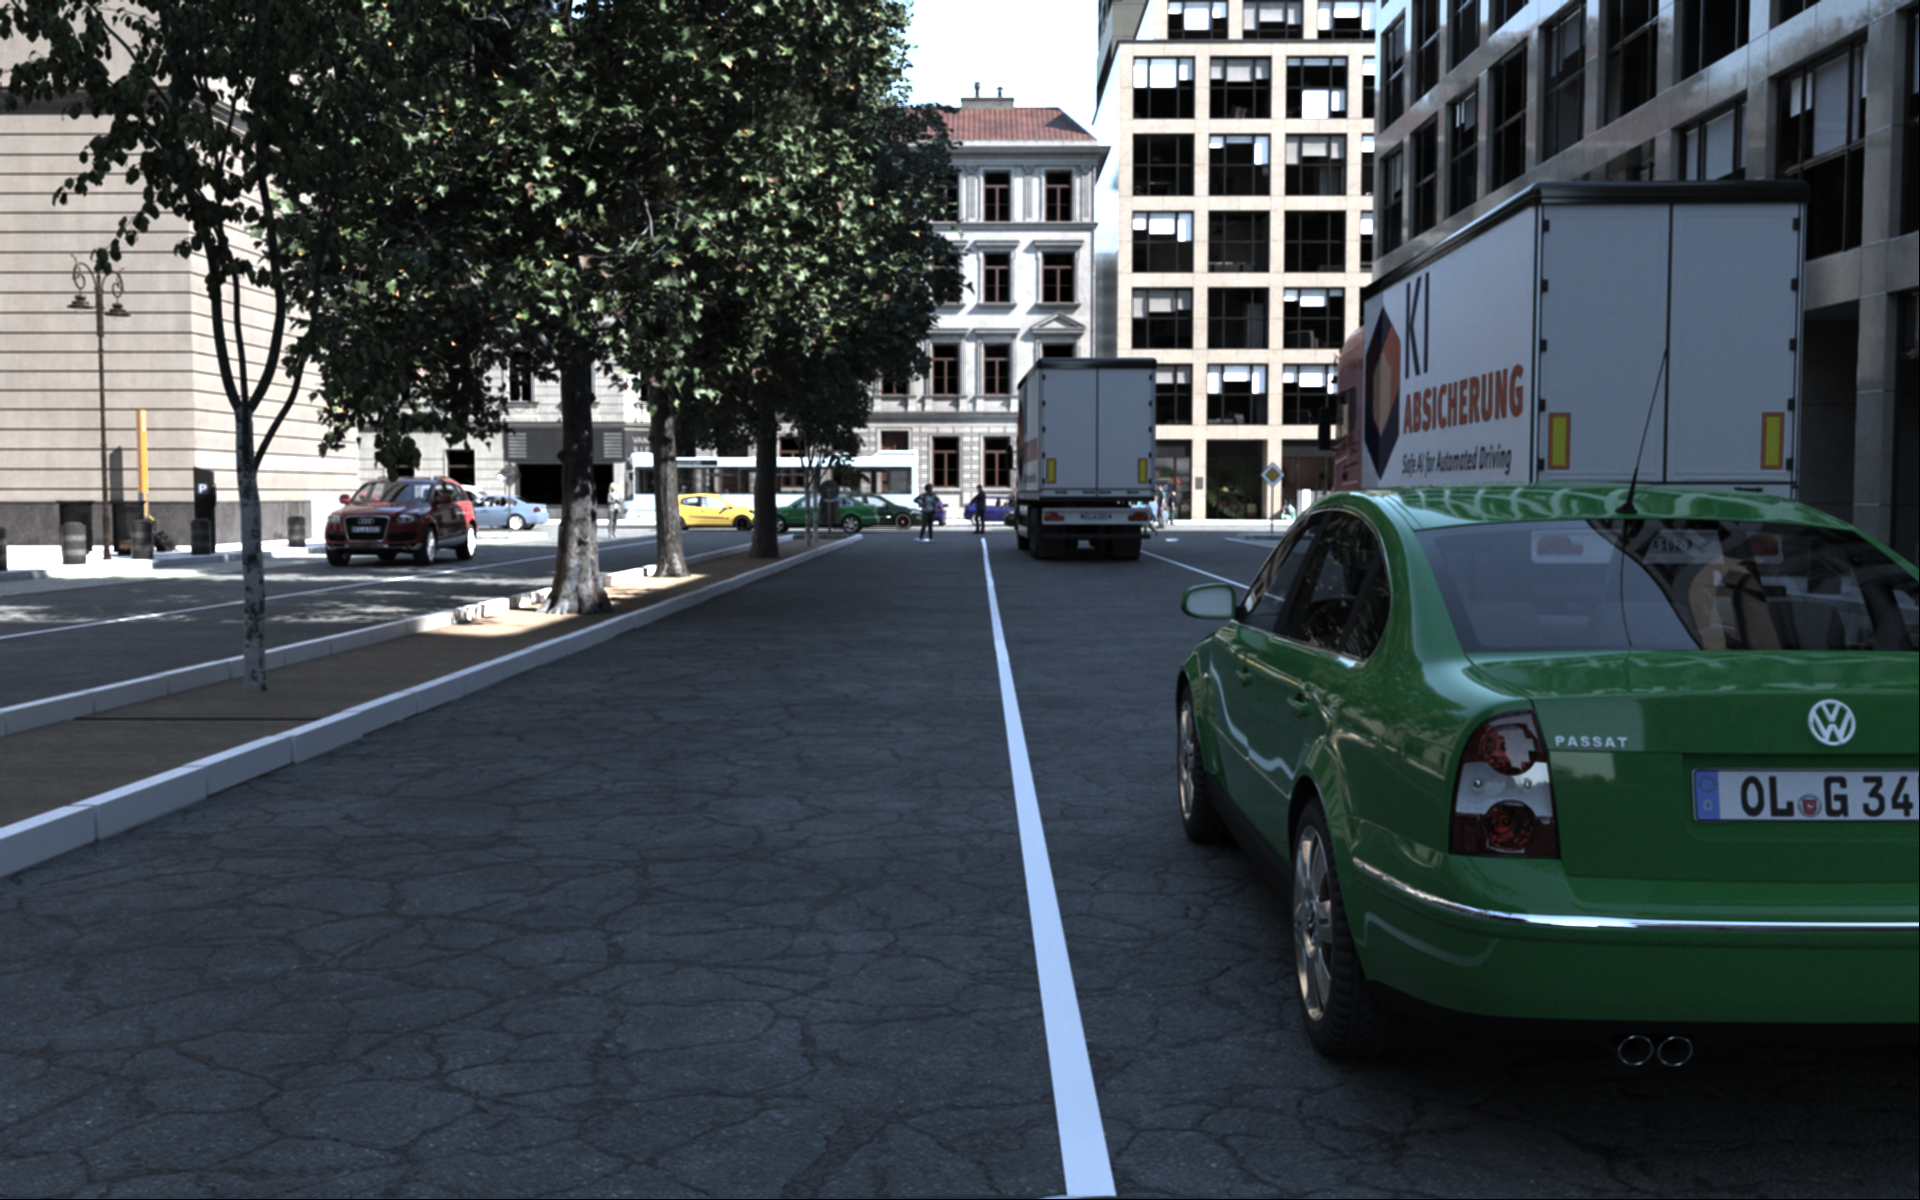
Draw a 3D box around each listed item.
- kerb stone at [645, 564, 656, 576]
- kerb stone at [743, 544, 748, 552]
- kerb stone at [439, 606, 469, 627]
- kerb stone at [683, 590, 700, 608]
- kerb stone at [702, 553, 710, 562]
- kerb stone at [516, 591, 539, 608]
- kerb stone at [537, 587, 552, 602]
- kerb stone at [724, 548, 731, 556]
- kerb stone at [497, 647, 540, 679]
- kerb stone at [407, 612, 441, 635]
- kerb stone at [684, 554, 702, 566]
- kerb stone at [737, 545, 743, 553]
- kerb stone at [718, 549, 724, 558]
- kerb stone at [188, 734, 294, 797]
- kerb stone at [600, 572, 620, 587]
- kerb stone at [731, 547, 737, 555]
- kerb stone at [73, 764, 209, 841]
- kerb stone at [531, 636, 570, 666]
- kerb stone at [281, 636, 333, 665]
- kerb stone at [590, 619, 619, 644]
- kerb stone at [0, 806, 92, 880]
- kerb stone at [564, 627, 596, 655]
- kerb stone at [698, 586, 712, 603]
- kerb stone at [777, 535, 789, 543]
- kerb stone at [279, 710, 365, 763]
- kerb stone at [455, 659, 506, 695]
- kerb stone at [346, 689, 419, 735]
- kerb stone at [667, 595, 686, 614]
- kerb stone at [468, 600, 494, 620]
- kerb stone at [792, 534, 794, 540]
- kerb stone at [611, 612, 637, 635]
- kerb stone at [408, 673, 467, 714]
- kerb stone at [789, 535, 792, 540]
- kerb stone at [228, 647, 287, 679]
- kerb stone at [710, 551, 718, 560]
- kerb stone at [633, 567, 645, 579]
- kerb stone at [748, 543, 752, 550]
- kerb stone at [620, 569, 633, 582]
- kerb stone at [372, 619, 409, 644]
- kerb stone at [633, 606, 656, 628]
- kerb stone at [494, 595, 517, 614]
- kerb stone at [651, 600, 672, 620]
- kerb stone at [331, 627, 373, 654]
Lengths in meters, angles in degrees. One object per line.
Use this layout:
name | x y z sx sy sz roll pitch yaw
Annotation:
kerb stone | -5.509 -0.495 30.288 0.120 0.150 1.000 0 4 1
kerb stone | -5.401 -1.250 42.628 0.120 0.150 1.000 0 4 1
kerb stone | -5.610 0.198 18.973 0.120 0.150 1.000 0 4 1
kerb stone | -3.483 0.008 22.063 0.120 0.150 1.000 0 4 1
kerb stone | -5.454 -0.872 36.456 0.120 0.150 1.000 0 4 1
kerb stone | -5.585 0.008 22.058 0.120 0.150 1.000 0 4 1
kerb stone | -5.577 -0.051 23.086 0.120 0.150 1.000 0 4 1
kerb stone | -5.428 -1.061 39.545 0.120 0.150 1.000 0 4 1
kerb stone | -3.562 0.516 13.827 0.120 0.150 1.000 0 4 1
kerb stone | -5.622 0.260 17.944 0.120 0.150 1.000 0 4 1
kerb stone | -5.462 -0.805 35.425 0.120 0.150 1.000 0 4 1
kerb stone | -5.409 -1.187 41.597 0.120 0.150 1.000 0 4 1
kerb stone | -5.445 -0.992 38.508 0.120 0.150 1.000 0 4 1
kerb stone | -3.611 0.826 8.683 0.120 0.150 1.000 0 4 1
kerb stone | -5.538 -0.306 27.203 0.120 0.150 1.000 0 4 1
kerb stone | -5.416 -1.124 40.571 0.120 0.150 1.000 0 4 1
kerb stone | -3.612 0.890 7.653 0.120 0.150 1.000 0 4 1
kerb stone | -3.549 0.449 14.856 0.120 0.150 1.000 0 4 1
kerb stone | -5.650 0.449 14.857 0.120 0.150 1.000 0 4 1
kerb stone | -3.524 0.323 16.918 0.120 0.150 1.000 0 4 1
kerb stone | -3.624 0.952 6.623 0.120 0.150 1.000 0 4 1
kerb stone | -3.533 0.388 15.887 0.120 0.150 1.000 0 4 1
kerb stone | -3.471 -0.050 23.089 0.120 0.150 1.000 0 4 1
kerb stone | -5.321 -1.816 51.880 0.120 0.150 1.000 0 4 1
kerb stone | -3.587 0.765 9.709 0.120 0.150 1.000 0 4 1
kerb stone | -3.569 0.575 12.791 0.120 0.150 1.000 0 4 1
kerb stone | -3.591 0.701 10.735 0.120 0.150 1.000 0 4 1
kerb stone | -3.501 0.071 21.034 0.120 0.150 1.000 0 4 1
kerb stone | -5.606 0.134 20.000 0.120 0.150 1.000 0 4 1
kerb stone | -5.304 -1.940 53.940 0.120 0.150 1.000 0 4 1
kerb stone | -3.531 0.260 17.946 0.120 0.150 1.000 0 4 1
kerb stone | -3.576 0.638 11.763 0.120 0.150 1.000 0 4 1
kerb stone | -5.313 -1.875 52.915 0.120 0.150 1.000 0 4 1
kerb stone | -5.655 0.513 13.828 0.120 0.150 1.000 0 4 1
kerb stone | -5.435 -0.934 37.482 0.120 0.150 1.000 0 4 1
kerb stone | -5.514 -0.432 29.255 0.120 0.150 1.000 0 4 1
kerb stone | -5.396 -1.313 43.657 0.120 0.150 1.000 0 4 1
kerb stone | -5.538 -0.369 28.229 0.120 0.150 1.000 0 4 1
kerb stone | -5.634 0.323 16.918 0.120 0.150 1.000 0 4 1
kerb stone | -3.510 0.197 18.972 0.120 0.150 1.000 0 4 1
kerb stone | -5.598 0.078 21.032 0.120 0.150 1.000 0 4 1
kerb stone | -3.506 0.138 20.008 0.120 0.150 1.000 0 4 1
kerb stone | -5.637 0.386 15.882 0.120 0.150 1.000 0 4 1
